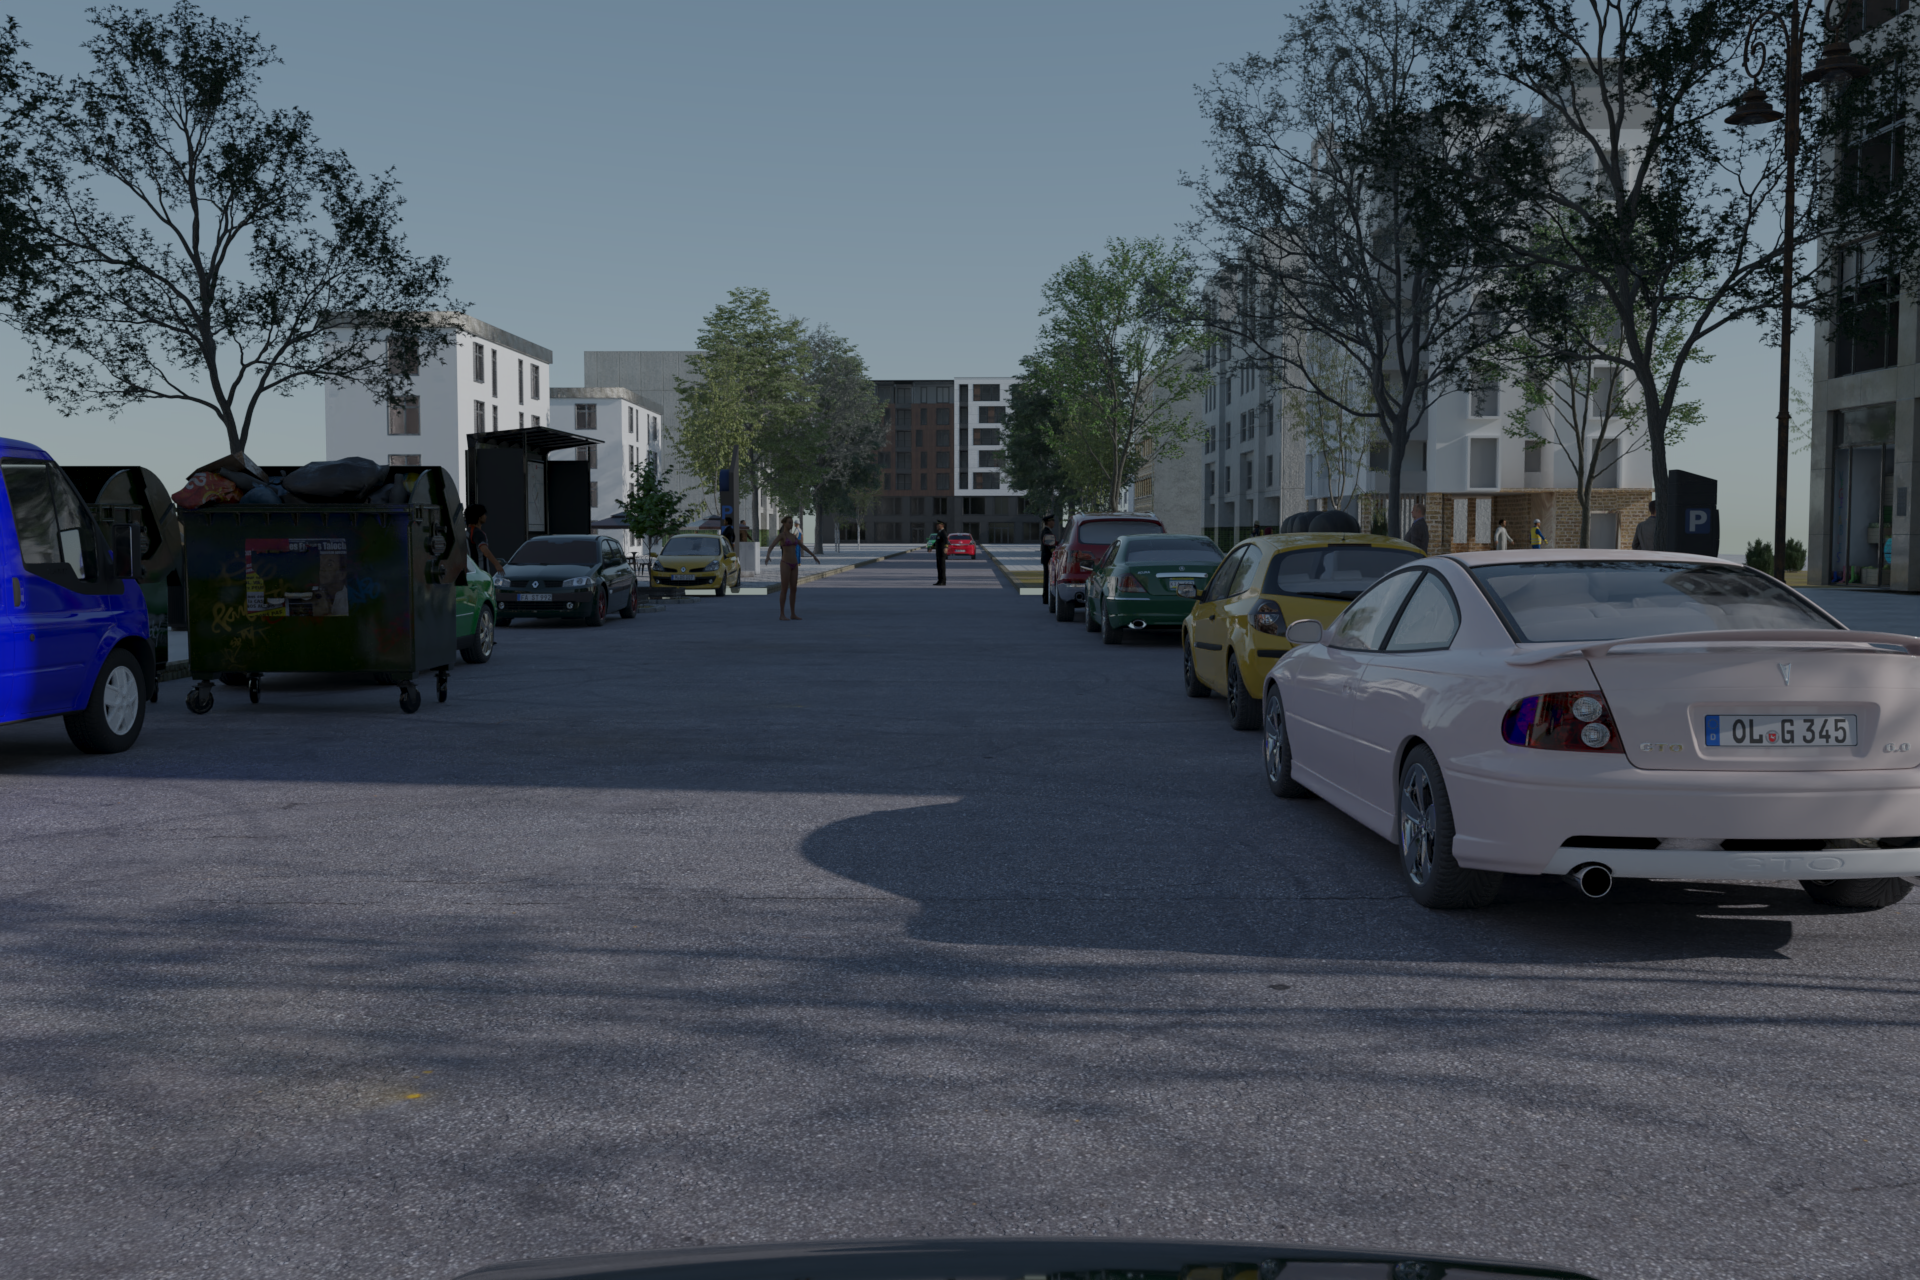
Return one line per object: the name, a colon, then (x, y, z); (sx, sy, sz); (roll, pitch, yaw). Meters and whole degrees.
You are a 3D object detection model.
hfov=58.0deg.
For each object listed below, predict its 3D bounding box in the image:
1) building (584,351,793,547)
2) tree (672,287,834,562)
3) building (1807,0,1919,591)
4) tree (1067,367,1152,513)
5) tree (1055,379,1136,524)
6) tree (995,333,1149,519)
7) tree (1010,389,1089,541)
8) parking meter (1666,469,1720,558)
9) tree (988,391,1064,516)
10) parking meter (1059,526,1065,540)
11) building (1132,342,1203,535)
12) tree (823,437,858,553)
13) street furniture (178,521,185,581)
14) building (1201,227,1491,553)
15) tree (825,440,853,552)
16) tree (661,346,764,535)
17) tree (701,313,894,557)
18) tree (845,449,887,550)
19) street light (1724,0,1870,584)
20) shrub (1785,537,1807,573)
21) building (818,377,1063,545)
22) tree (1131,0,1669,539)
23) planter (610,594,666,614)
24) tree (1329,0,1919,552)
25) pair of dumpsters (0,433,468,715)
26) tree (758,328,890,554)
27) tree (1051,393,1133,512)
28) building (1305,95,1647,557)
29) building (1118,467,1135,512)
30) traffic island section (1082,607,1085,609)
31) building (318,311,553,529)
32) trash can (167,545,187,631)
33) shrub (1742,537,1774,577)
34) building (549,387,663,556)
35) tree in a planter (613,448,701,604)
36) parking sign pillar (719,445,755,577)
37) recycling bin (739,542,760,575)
building: (-27.757, -19.370, 183.150); (16.747, 18.905, 31.486); (0, 4, 0)
tree: (-9.903, -9.918, 80.283); (7.486, 12.596, 7.792); (0, 3, 0)
building: (29.251, -13.423, 22.662); (19.351, 26.588, 34.151); (0, 4, 1)
tree: (6.495, -7.751, 77.098); (4.737, 8.622, 4.395); (0, 3, 0)
tree: (6.304, -8.102, 82.835); (4.737, 8.622, 4.395); (0, 3, 0)
tree: (6.801, -12.138, 105.103); (9.857, 13.997, 8.962); (0, 3, 0)
tree: (6.958, -11.786, 118.457); (9.928, 11.665, 9.643); (0, 3, 0)
parking meter: (6.647, -0.613, 15.731); (0.399, 1.863, 0.255); (0, 4, 0)
tree: (7.127, -14.080, 140.571); (12.009, 13.543, 11.850); (0, 3, 0)
parking meter: (3.216, -2.723, 52.936); (0.372, 1.533, 0.369); (0, 3, 0)
building: (27.420, -20.838, 171.635); (19.493, 23.208, 18.063); (0, 3, 0)
tree: (-8.224, -10.336, 119.362); (4.360, 8.622, 3.978); (0, 3, 0)
street furniture: (-21.407, -2.596, 49.293); (9.812, 1.723, 11.010); (0, 4, -4)
building: (25.688, -14.803, 108.484); (16.747, 18.905, 31.486); (0, 4, 0)
tree: (-9.231, -10.756, 126.215); (4.737, 8.622, 4.395); (0, 3, 0)
tree: (-9.570, -7.206, 68.177); (4.737, 8.622, 4.395); (0, 3, 0)
tree: (-8.756, -11.329, 95.600); (12.009, 13.543, 11.850); (0, 3, 0)
tree: (-8.623, -11.786, 143.070); (4.360, 8.622, 3.978); (0, 3, 0)
street light: (6.741, -2.529, 14.131); (0.468, 5.910, 1.993); (0, 4, 1)
shrub: (27.666, -2.843, 57.602); (1.383, 1.207, 1.383); (0, 3, 0)
building: (-2.399, -23.952, 238.044); (32.646, 21.610, 27.936); (0, 4, 2)
tree: (9.053, -7.670, 35.776); (12.009, 13.543, 11.850); (0, 3, 0)
planter: (-6.537, -0.671, 32.110); (1.991, 0.319, 1.994); (0, 4, 1)
tree: (9.036, -5.355, 21.962); (8.767, 10.594, 7.601); (1, 4, 10)
pair of dumpsters: (-6.421, -0.564, 14.175); (4.436, 2.255, 1.574); (0, 4, 1)
tree: (-8.961, -12.389, 109.207); (9.857, 13.997, 8.962); (0, 3, 0)
tree: (6.553, -8.439, 88.339); (4.737, 8.622, 4.395); (0, 3, 0)
building: (21.563, -13.744, 81.133); (16.016, 20.090, 11.380); (0, 4, 0)
building: (24.851, -16.419, 210.603); (9.099, 9.664, 28.070); (0, 3, 0)
traffic island section: (3.238, -0.678, 33.944); (1.991, 0.108, 1.994); (0, 4, 1)
building: (-23.172, -8.397, 79.438); (9.099, 9.664, 28.070); (0, 4, 1)
trash can: (-10.272, -0.698, 23.059); (0.748, 1.137, 0.748); (0, 3, 0)
shrub: (20.873, -2.086, 45.229); (1.383, 1.207, 1.383); (0, 3, 0)
building: (-23.926, -10.463, 113.213); (9.099, 9.664, 28.070); (0, 4, -1)
tree in a planter: (-6.508, -2.389, 36.276); (1.991, 3.239, 1.994); (0, 4, 0)
parking sign pillar: (-6.868, -3.866, 51.674); (1.447, 3.967, 1.447); (0, 4, -1)
recycling bin: (-6.731, -2.581, 54.754); (0.722, 1.027, 0.722); (0, 4, 2)
